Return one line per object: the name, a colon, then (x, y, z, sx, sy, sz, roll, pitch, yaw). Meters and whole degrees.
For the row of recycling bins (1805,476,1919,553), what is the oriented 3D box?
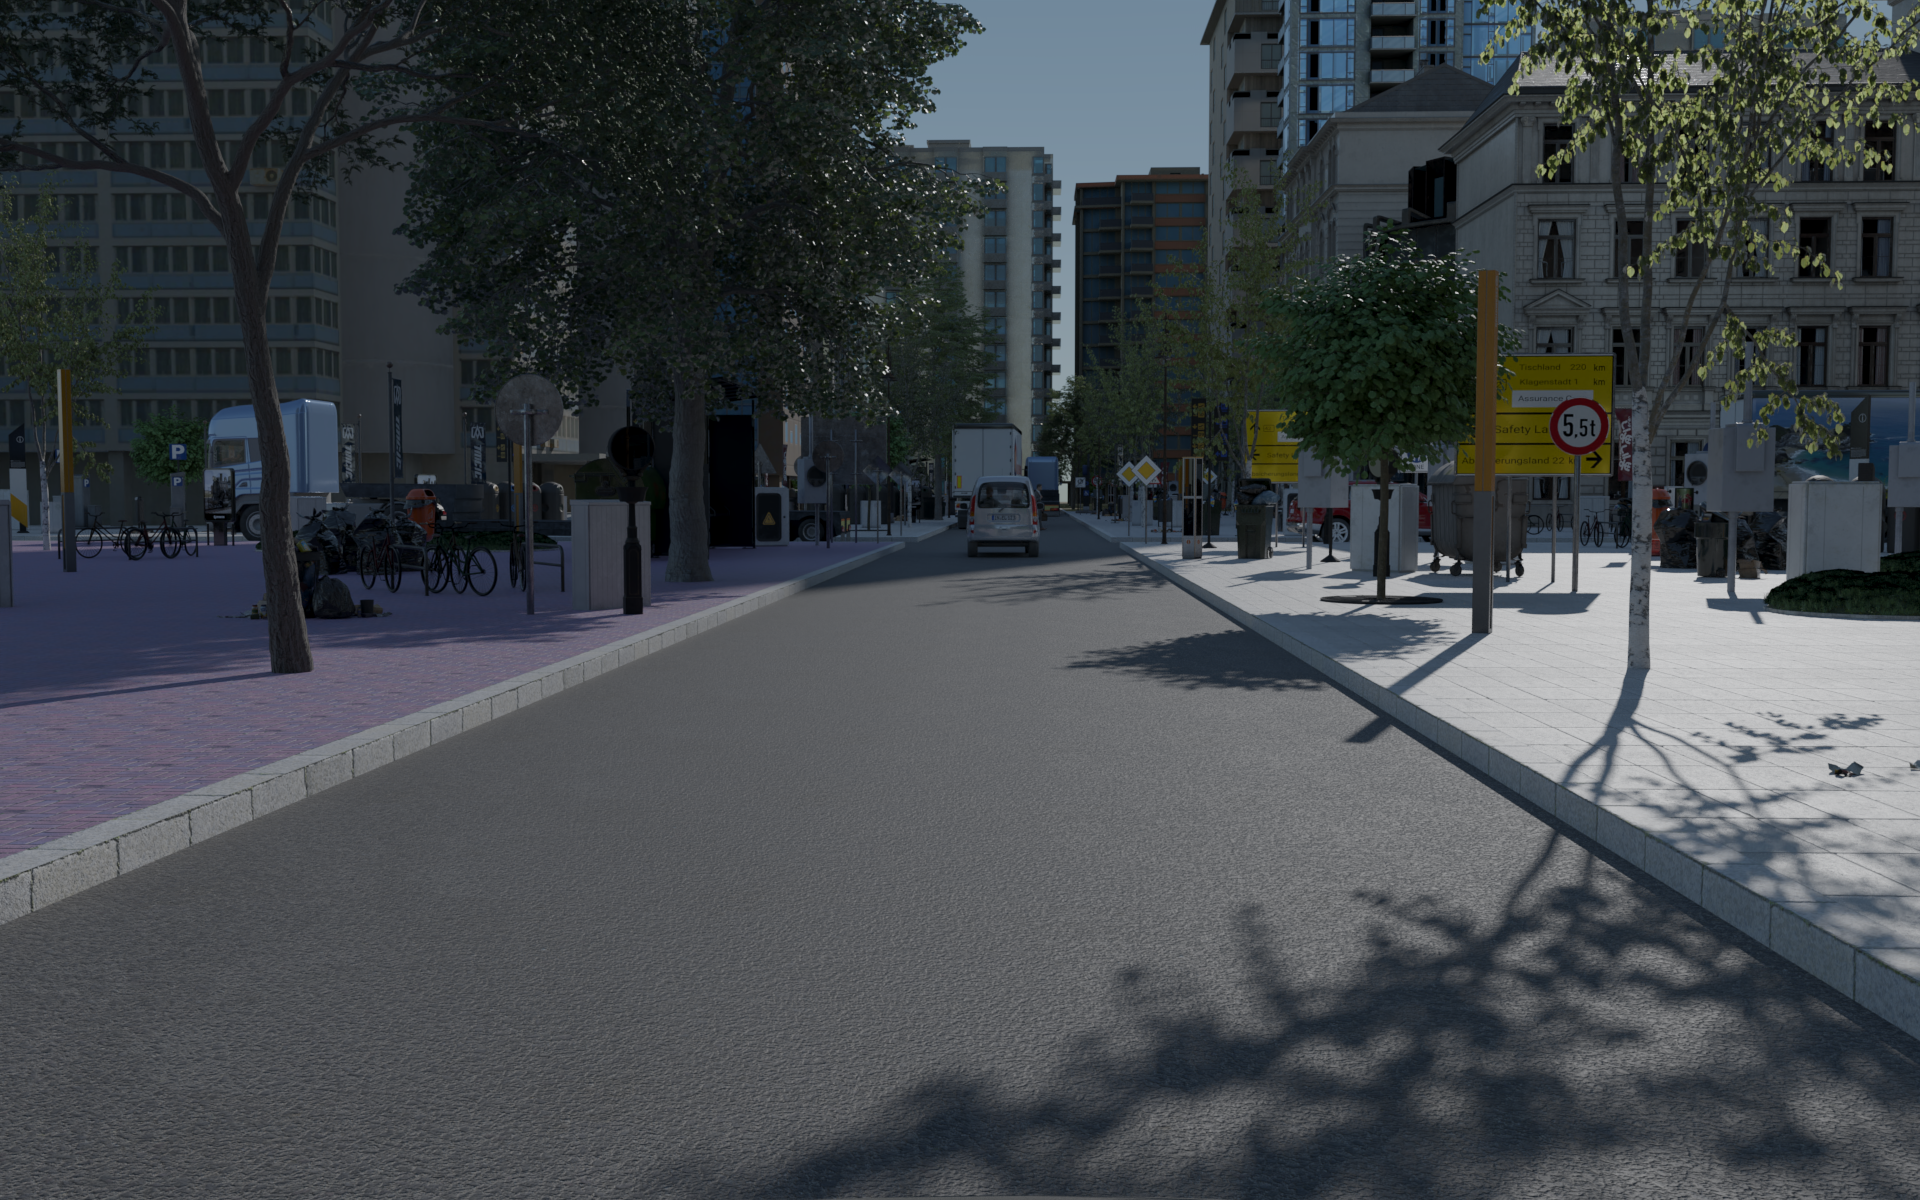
row of recycling bins: (20.206, -1.880, 37.846, 3.534, 1.692, 1.069, 3, 5, 43)

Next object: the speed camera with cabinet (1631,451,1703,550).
speed camera with cabinet: (15.729, -2.665, 37.903, 0.660, 3.252, 2.038, -2, 4, -28)

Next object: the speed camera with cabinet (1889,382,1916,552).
speed camera with cabinet: (17.505, -2.211, 30.481, 2.038, 3.252, 0.660, 2, 4, 29)

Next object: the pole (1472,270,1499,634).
pole: (4.828, -1.350, 15.917, 0.158, 3.312, 0.155, 0, 3, 0)

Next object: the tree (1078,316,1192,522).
tree: (7.593, -7.474, 72.562, 4.360, 8.622, 3.978, 0, 3, 0)

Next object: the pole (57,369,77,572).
pole: (-14.653, -2.114, 28.414, 0.158, 3.312, 0.155, 0, 3, 0)

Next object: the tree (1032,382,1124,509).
tree: (9.654, -12.834, 144.249, 8.767, 10.594, 7.601, -2, 4, -34)

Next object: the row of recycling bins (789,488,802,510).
row of recycling bins: (-11.167, -6.970, 121.075, 3.534, 1.692, 1.069, 0, 4, 8)

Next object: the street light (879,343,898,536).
street light: (-2.191, -4.925, 53.311, 0.468, 5.910, 1.993, 0, 4, 2)

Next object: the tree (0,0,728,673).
tree: (-5.096, -4.771, 12.416, 7.601, 10.594, 8.767, 3, 4, 36)

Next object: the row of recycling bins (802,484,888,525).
row of recycling bins: (-4.758, -4.043, 73.213, 3.534, 1.692, 1.069, 0, 4, 2)

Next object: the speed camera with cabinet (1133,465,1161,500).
speed camera with cabinet: (12.581, -7.471, 116.483, 2.038, 3.252, 0.660, 1, 4, 23)

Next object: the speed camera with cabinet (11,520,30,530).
speed camera with cabinet: (-34.043, -4.083, 61.087, 2.038, 3.252, 0.660, -1, 4, -22)

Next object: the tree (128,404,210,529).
tree: (-28.551, -4.842, 62.884, 4.285, 4.588, 4.351, 0, 3, 0)

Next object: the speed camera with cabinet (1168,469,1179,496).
speed camera with cabinet: (14.392, -7.770, 121.370, 2.038, 3.252, 0.660, 2, 4, 28)

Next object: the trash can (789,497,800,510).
trash can: (-8.543, -4.634, 87.425, 0.748, 1.137, 0.748, 0, 3, 0)

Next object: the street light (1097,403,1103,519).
street light: (7.041, -7.032, 87.759, 0.468, 5.910, 1.993, 0, 4, 2)

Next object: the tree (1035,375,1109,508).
tree: (11.104, -15.080, 164.680, 7.486, 12.596, 7.792, 0, 3, 0)

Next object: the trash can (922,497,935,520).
trash can: (-1.524, -4.555, 86.120, 0.748, 1.137, 0.748, 0, 3, 0)

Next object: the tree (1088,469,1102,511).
tree: (10.116, -8.402, 131.971, 1.663, 3.219, 1.824, 0, 3, 0)

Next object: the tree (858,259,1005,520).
tree: (-1.456, -10.166, 84.339, 7.486, 12.596, 7.792, 0, 3, 0)

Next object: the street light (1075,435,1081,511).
street light: (8.672, -9.432, 126.997, 0.468, 5.910, 1.993, 0, 4, 2)

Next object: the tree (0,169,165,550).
tree: (-20.623, -5.435, 39.222, 4.737, 8.622, 4.395, 0, 3, 0)

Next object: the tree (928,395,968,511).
tree: (-0.266, -10.828, 127.403, 4.737, 8.622, 4.395, 0, 3, 0)

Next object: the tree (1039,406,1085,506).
tree: (11.994, -15.844, 184.807, 9.928, 11.665, 9.643, 0, 3, 0)

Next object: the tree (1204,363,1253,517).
tree: (15.280, -8.966, 96.950, 4.360, 8.622, 3.978, 0, 3, 0)

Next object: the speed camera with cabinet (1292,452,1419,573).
speed camera with cabinet: (6.674, -2.122, 29.037, 0.660, 3.252, 2.038, -3, 5, -43)

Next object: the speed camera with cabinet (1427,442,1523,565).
speed camera with cabinet: (9.533, -2.307, 32.062, 0.660, 3.252, 2.038, -2, 4, -24)

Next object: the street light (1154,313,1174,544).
street light: (5.242, -4.372, 44.263, 0.468, 5.910, 1.993, 0, 4, 2)

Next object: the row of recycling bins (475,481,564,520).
row of recycling bins: (-14.709, -3.086, 57.573, 1.069, 1.692, 3.534, 3, 4, 37)

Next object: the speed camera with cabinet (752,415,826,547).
speed camera with cabinet: (-4.255, -2.955, 42.657, 2.038, 3.252, 0.660, -2, 4, -24)

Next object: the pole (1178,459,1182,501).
pole: (12.776, -6.521, 100.454, 0.158, 3.312, 0.155, 0, 3, 0)

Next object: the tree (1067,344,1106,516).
tree: (6.810, -7.088, 66.248, 4.737, 8.622, 4.395, 0, 3, 0)

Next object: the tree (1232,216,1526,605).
tree: (4.968, -2.257, 20.621, 4.285, 4.588, 4.351, 0, 3, 0)

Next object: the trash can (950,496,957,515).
trash can: (-0.492, -5.681, 104.542, 0.748, 1.137, 0.748, 0, 3, 0)

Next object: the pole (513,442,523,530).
pole: (-10.524, -2.900, 41.255, 0.158, 3.312, 0.155, 0, 3, 0)

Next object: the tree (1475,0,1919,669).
tree: (5.111, -3.787, 12.287, 4.360, 8.622, 3.978, 0, 3, 0)

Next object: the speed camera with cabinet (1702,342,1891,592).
speed camera with cabinet: (10.963, -1.739, 22.766, 2.038, 3.252, 0.660, 0, 4, 3)

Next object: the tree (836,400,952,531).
tree: (-3.203, -4.675, 60.153, 4.285, 4.588, 4.351, 0, 3, 0)

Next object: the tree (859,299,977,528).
tree: (-1.687, -7.068, 65.927, 4.360, 8.622, 3.978, 0, 3, 0)

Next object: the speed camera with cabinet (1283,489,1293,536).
speed camera with cabinet: (10.947, -3.585, 52.947, 2.038, 3.252, 0.660, 1, 4, 20)

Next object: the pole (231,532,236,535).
pole: (-22.883, -3.707, 54.456, 0.158, 3.312, 0.155, 0, 3, 0)

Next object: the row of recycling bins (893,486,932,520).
row of recycling bins: (-3.075, -4.943, 87.923, 3.534, 1.692, 1.069, 1, 4, 19)

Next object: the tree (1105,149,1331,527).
tree: (6.099, -5.325, 37.427, 4.737, 8.622, 4.395, 0, 3, 0)

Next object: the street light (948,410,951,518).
street light: (-0.585, -7.342, 92.823, 0.468, 5.910, 1.993, 0, 4, 2)

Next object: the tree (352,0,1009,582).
tree: (-3.958, -7.253, 25.239, 9.857, 13.997, 8.962, 0, 3, 0)

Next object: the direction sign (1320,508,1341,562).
direction sign: (6.987, -2.481, 32.564, 0.876, 3.537, 0.379, -3, 5, -45)

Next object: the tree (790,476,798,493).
tree: (-10.869, -7.554, 118.115, 1.663, 3.219, 1.824, 0, 3, 0)
